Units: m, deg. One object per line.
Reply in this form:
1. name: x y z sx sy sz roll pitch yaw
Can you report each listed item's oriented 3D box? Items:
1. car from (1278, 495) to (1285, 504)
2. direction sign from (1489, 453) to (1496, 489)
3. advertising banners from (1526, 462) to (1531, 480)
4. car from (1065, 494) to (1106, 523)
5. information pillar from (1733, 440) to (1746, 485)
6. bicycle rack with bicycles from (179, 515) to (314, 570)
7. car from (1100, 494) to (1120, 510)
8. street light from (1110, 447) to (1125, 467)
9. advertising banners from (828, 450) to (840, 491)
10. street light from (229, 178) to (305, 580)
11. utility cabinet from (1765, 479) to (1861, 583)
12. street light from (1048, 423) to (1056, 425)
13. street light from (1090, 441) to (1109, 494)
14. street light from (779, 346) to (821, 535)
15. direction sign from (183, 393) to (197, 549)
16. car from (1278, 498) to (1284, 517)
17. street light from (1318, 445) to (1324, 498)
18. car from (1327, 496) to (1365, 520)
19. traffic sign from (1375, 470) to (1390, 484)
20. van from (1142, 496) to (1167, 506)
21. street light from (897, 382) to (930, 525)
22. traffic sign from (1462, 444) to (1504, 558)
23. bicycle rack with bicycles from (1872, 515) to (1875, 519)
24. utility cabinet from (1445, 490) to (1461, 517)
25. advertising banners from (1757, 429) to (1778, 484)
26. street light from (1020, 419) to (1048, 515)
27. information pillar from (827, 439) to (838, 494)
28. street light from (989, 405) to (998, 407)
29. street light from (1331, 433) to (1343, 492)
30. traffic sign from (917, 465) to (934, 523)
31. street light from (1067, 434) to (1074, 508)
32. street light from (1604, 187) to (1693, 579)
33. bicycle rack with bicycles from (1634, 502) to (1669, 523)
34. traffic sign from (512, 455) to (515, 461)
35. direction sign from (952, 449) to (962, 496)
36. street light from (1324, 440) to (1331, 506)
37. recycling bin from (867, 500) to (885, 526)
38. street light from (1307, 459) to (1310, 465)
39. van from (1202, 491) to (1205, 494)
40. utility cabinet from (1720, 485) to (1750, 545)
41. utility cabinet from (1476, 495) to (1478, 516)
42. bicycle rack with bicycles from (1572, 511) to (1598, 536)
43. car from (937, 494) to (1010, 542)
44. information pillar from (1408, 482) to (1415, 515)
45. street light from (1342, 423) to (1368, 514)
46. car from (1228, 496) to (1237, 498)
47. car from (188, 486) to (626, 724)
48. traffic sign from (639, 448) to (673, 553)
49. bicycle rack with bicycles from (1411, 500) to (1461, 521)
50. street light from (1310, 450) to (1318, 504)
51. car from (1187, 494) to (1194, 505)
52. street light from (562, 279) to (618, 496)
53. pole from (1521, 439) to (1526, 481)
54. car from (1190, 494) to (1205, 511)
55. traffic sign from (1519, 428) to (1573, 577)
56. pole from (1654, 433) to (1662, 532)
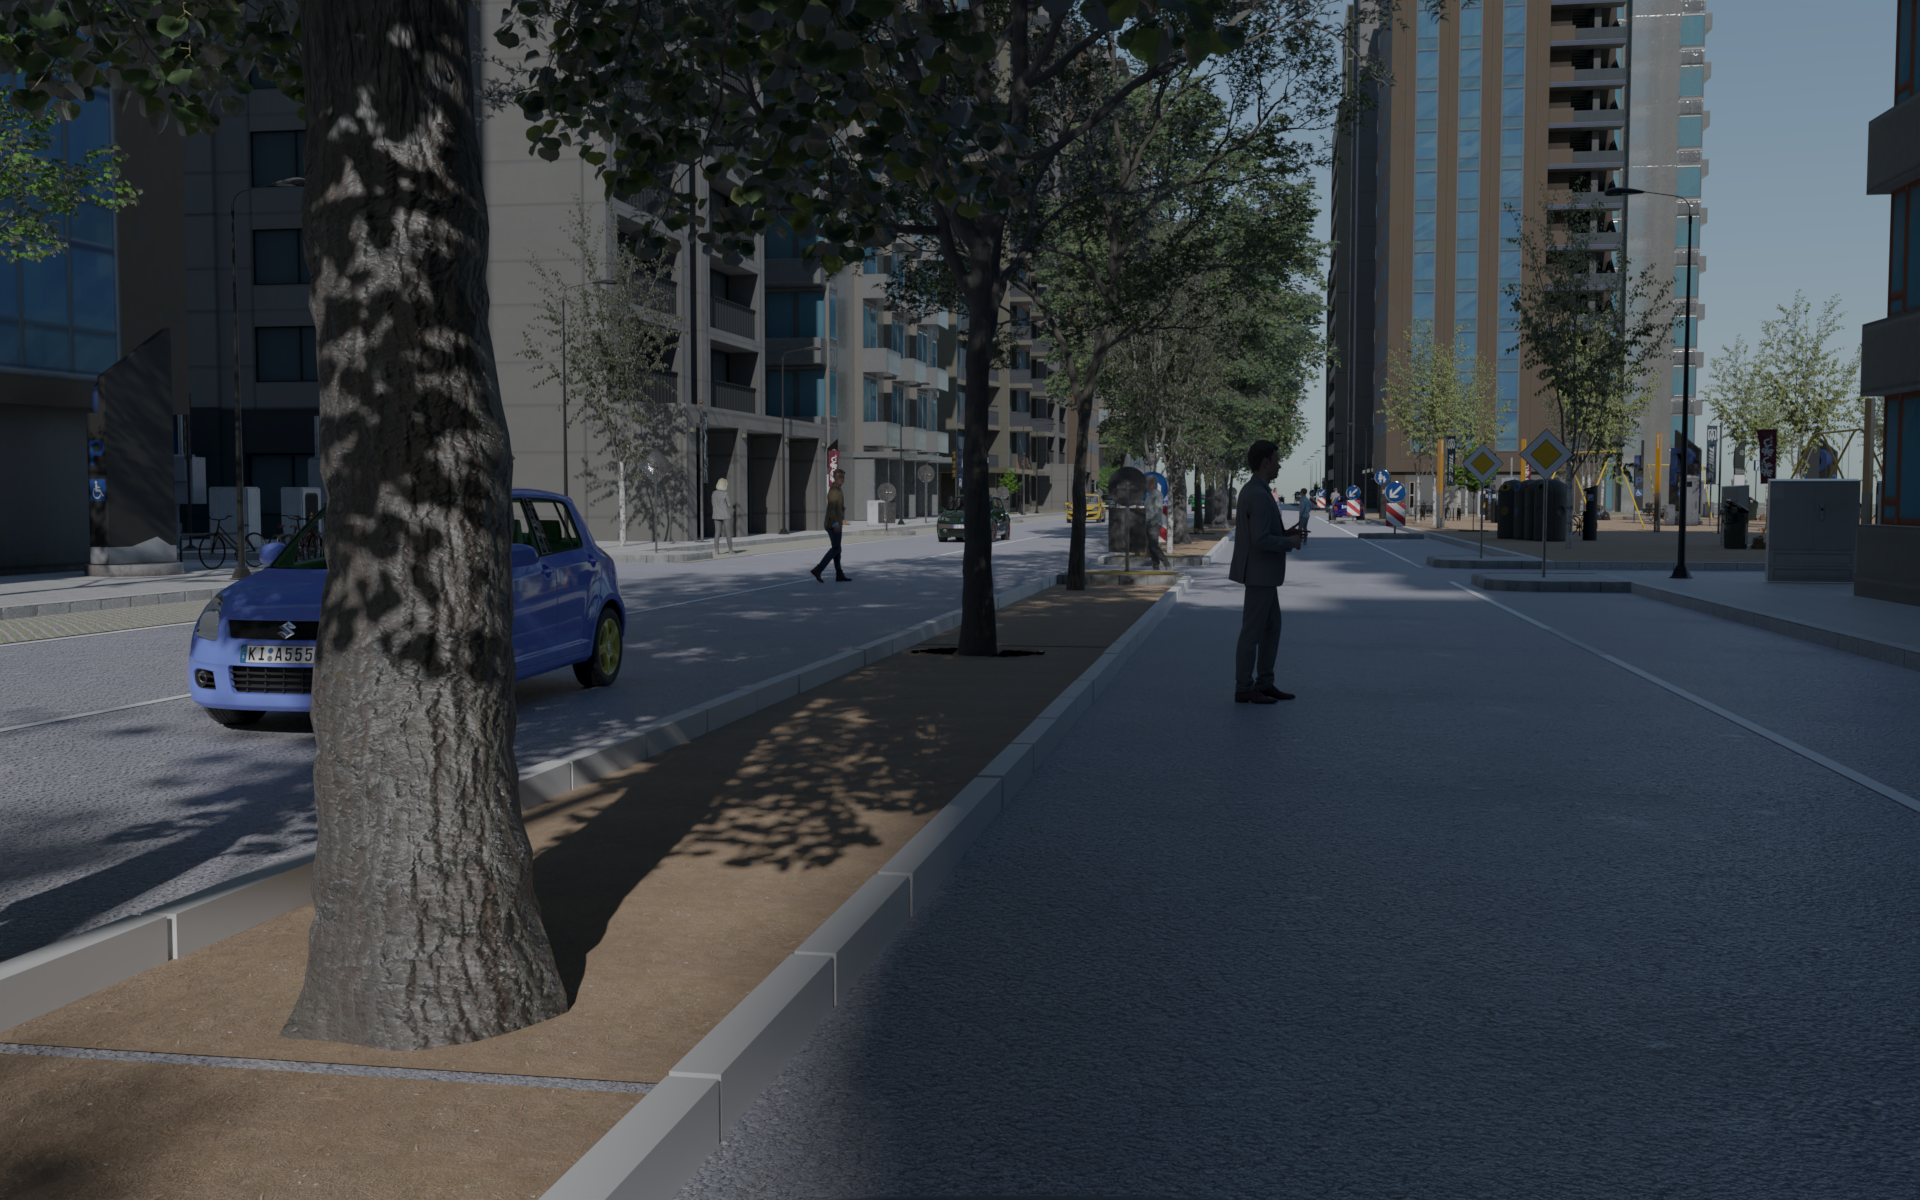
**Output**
1. car: 48.384 -15.301 262.749 1.945 1.354 3.894 1 4 10
2. direction sign: 29.611 -6.411 96.815 0.379 3.537 0.876 -2 4 -28
3. advertising banners: 30.658 -5.830 91.509 2.074 3.025 0.090 3 4 37
4. car: 6.309 -4.669 86.568 2.015 1.641 3.980 1 4 10
5. information pillar: 33.675 -5.107 74.848 0.504 3.616 0.183 -1 4 -8
6. bicycle rack with bicycles: -11.842 -1.003 29.786 2.852 0.926 2.925 1 4 11
7. car: 11.989 -8.018 140.885 2.009 1.686 4.222 1 4 10
8. street light: 14.821 -11.836 166.055 1.470 5.913 1.316 1 4 10
9. advertising banners: -5.709 -4.455 69.032 2.074 3.025 0.090 -2 4 -28
10. street light: -10.232 -3.251 25.687 1.470 5.913 1.316 1 4 10
11. utility cabinet: 12.283 -0.996 24.957 1.173 1.500 0.318 1 4 18
12. street light: 5.578 -8.623 113.528 1.470 5.913 1.316 1 4 10
13. street light: 11.773 -10.770 148.630 1.470 5.913 1.316 1 4 10
14. street light: -5.063 -5.027 54.730 1.470 5.913 1.316 1 4 10
15. direction sign: -17.487 -2.891 39.267 0.379 3.537 0.876 -2 4 -32
16. car: 18.282 -5.577 103.183 2.014 1.417 4.499 1 4 9
17. street light: 35.209 -11.800 165.468 1.470 5.913 1.316 1 4 10
18. car: 20.399 -4.823 91.431 1.945 1.354 3.894 1 4 9
19. traffic sign: 22.222 -5.572 91.207 0.768 2.556 0.104 1 4 16
20. van: 18.046 -9.527 160.151 2.240 2.365 5.245 1 4 12
21. street light: -1.929 -6.089 72.091 1.470 5.913 1.316 1 4 10
22. traffic sign: 10.390 -1.886 34.482 0.795 2.450 0.064 1 4 10
23. bicycle rack with bicycles: 31.333 -2.641 56.568 2.925 0.926 2.852 1 4 13
24. utility cabinet: 26.882 -5.262 94.708 0.318 1.500 1.173 -2 4 -25
25. advertising banners: 22.317 -3.056 46.155 2.074 3.025 0.090 2 4 30
26. street light: 4.466 -8.252 107.463 1.470 5.913 1.316 1 4 10
27. information pillar: -5.368 -5.006 73.210 0.504 3.616 0.183 1 4 15
28. street light: 1.294 -7.206 90.358 1.470 5.913 1.316 1 4 10
29. street light: 28.991 -9.682 130.844 1.470 5.913 1.316 1 4 10
30. traffic sign: -1.499 -4.629 75.796 0.768 2.556 0.104 1 4 13
31. street light: 8.725 -9.722 131.503 1.470 5.913 1.316 1 4 10
32. street light: 10.456 -3.289 26.311 1.470 5.913 1.316 1 4 10
33. bicycle rack with bicycles: 32.077 -3.985 78.542 2.925 0.926 2.852 0 4 -6
34. traffic sign: -7.985 -1.591 29.653 0.795 2.450 0.064 1 4 10
35. direction sign: -0.159 -5.825 87.228 0.379 3.537 0.876 -2 4 -34
36. street light: 32.202 -10.752 148.333 1.470 5.913 1.316 1 4 10
37. recycling bin: -3.334 -3.444 68.869 0.722 1.027 0.722 0 4 -3
38. street light: 43.303 -14.571 210.783 1.470 5.913 1.316 1 4 10
39. van: 35.500 -14.821 249.341 2.013 2.044 4.112 1 4 9
40. utility cabinet: 19.008 -2.071 42.535 0.318 1.500 1.173 0 4 7
41. utility cabinet: 30.982 -5.642 103.405 0.306 1.237 1.020 1 4 11
42. bicycle rack with bicycles: 18.213 -2.457 53.557 2.925 0.926 2.852 0 4 4
43. car: 0.440 -2.628 52.761 2.009 1.686 4.222 1 4 11
44. information pillar: 27.099 -6.083 103.947 0.304 2.012 0.304 0 4 7
45. street light: 26.025 -8.618 113.440 1.470 5.913 1.316 1 4 10
46. car: 32.433 -12.170 208.569 1.945 1.707 3.694 1 4 12
47. car: -3.627 -0.133 11.769 1.945 1.707 3.694 1 4 9
48. traffic sign: -6.585 -2.072 37.515 0.795 2.450 0.064 1 4 10
49. bicycle rack with bicycles: 23.047 -4.297 83.631 2.852 0.926 2.925 1 4 16
50. street light: 40.080 -13.476 192.866 1.470 5.913 1.316 1 4 10
51. car: 31.639 -13.681 233.477 2.009 1.686 4.222 1 4 10
52. street light: -8.070 -3.979 37.596 1.470 5.913 1.316 1 4 10
53. pole: 20.941 -4.316 64.406 0.158 3.312 0.155 0 3 0
54. car: 20.257 -8.312 144.703 1.959 1.807 4.718 1 4 10
55. traffic sign: 8.989 -1.405 26.620 0.795 2.450 0.064 1 4 10
56. pole: 23.343 -3.919 57.917 0.158 3.312 0.155 0 3 0
